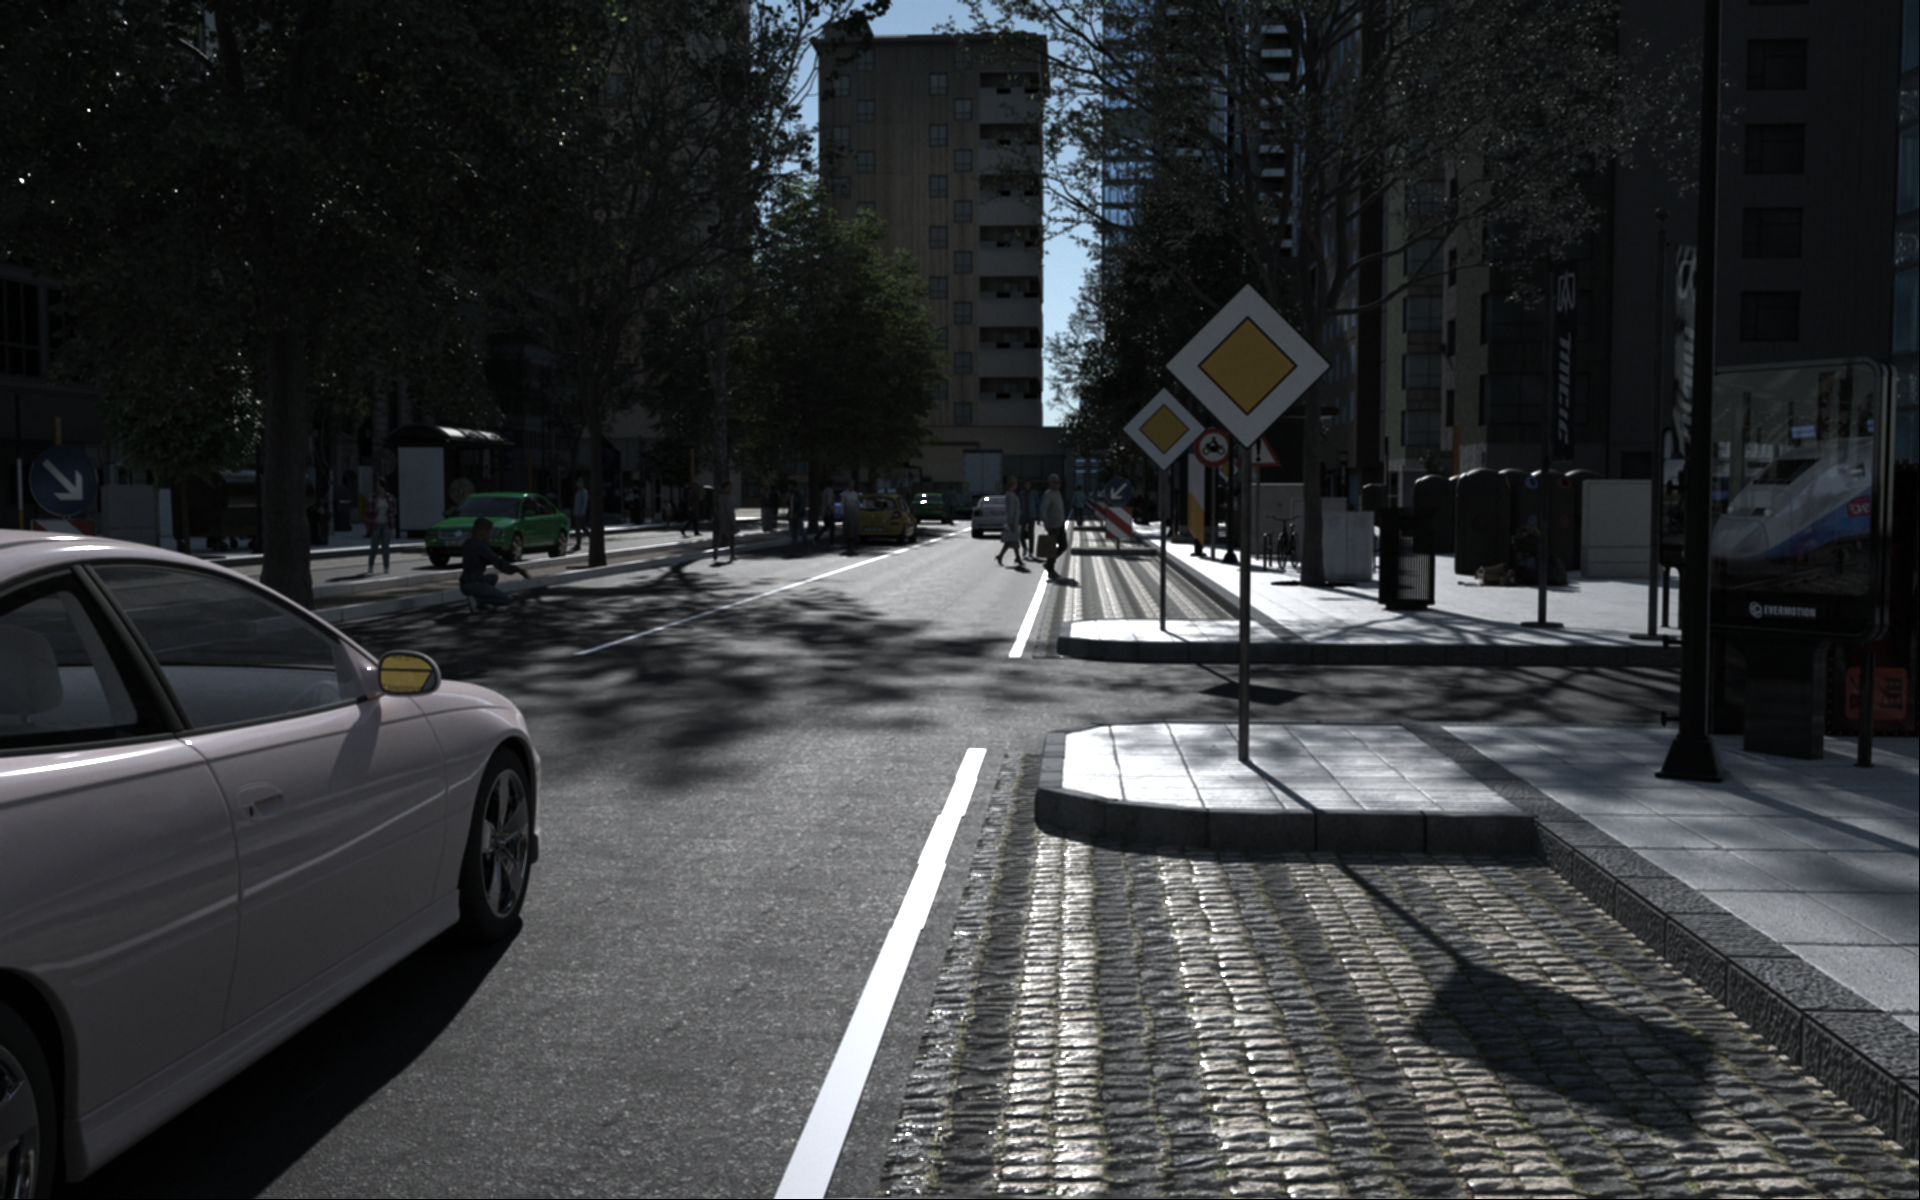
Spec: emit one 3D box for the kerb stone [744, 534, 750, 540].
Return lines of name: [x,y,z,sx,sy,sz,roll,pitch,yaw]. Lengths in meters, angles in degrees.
kerb stone: [-6.780,-1.942,53.949,0.120,0.150,1.000,0,4,4]

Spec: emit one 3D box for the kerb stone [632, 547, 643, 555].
kerb stone: [-7.679,-1.129,40.657,0.120,0.150,1.000,0,4,4]

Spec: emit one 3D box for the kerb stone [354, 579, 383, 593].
kerb stone: [-8.729,-0.191,25.311,0.120,0.150,1.000,0,4,4]

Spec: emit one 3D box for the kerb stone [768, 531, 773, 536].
kerb stone: [-6.496,-2.192,58.034,0.120,0.150,1.000,0,4,4]

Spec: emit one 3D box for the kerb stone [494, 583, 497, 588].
kerb stone: [-6.712,-0.116,24.116,0.120,0.150,1.000,0,4,4]

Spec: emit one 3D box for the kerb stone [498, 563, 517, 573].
kerb stone: [-8.311,-0.566,31.455,0.120,0.150,1.000,0,4,4]

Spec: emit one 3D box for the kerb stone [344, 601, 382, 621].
kerb stone: [-6.977,0.133,20.024,0.120,0.150,1.000,0,4,4]

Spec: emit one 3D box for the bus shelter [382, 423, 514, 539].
bus shelter: [-15.254,-3.553,52.021,2.014,3.302,5.546,0,4,4]

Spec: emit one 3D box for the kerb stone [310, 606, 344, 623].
kerb stone: [-7.059,0.195,19.004,0.120,0.150,1.000,0,4,4]

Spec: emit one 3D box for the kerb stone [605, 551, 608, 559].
kerb stone: [-7.900,-0.942,37.598,0.120,0.150,1.000,0,4,4]

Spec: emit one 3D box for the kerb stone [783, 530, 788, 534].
kerb stone: [-6.290,-2.378,61.103,0.120,0.150,1.000,0,4,4]

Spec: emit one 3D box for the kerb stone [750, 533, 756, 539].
kerb stone: [-6.705,-2.004,54.968,0.120,0.150,1.000,0,4,4]

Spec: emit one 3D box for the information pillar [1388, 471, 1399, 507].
information pillar: [13.754,-3.089,54.999,0.304,2.012,0.304,0,4,5]

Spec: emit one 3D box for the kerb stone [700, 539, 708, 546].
kerb stone: [-7.195,-1.567,47.825,0.120,0.150,1.000,0,4,4]

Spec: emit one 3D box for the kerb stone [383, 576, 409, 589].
kerb stone: [-8.665,-0.248,26.333,0.120,0.150,1.000,0,4,4]

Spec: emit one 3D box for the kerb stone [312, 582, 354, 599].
kerb stone: [-8.798,-0.128,24.288,0.120,0.150,1.000,0,4,4]

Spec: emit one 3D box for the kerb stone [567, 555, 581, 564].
kerb stone: [-8.036,-0.816,35.548,0.120,0.150,1.000,0,4,4]

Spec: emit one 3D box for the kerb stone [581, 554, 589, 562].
kerb stone: [-7.964,-0.879,36.571,0.120,0.150,1.000,0,4,4]

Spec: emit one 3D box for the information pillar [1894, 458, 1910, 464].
information pillar: [19.248,-1.901,35.573,0.304,2.012,0.304,-2,4,-30]

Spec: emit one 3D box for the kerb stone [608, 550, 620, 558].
kerb stone: [-7.820,-1.004,38.617,0.120,0.150,1.000,0,4,4]

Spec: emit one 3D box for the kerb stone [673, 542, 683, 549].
kerb stone: [-7.405,-1.380,44.750,0.120,0.150,1.000,0,4,4]

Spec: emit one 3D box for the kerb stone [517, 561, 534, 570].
kerb stone: [-8.248,-0.620,32.476,0.120,0.150,1.000,0,4,4]

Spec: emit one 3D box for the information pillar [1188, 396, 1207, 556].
information pillar: [4.874,-2.709,35.640,0.183,3.616,0.504,3,5,43]

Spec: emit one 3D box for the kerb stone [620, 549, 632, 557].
kerb stone: [-7.756,-1.067,39.637,0.120,0.150,1.000,0,4,4]

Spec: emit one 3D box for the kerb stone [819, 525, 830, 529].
kerb stone: [-5.590,-3.003,71.316,0.120,0.150,1.000,0,4,4]

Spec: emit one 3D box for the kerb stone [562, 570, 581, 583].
kerb stone: [-6.424,-0.368,28.204,0.120,0.150,1.000,0,4,4]

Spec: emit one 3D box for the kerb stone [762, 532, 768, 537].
kerb stone: [-6.564,-2.130,57.013,0.120,0.150,1.000,0,4,4]

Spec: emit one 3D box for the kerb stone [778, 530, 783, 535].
kerb stone: [-6.360,-2.315,60.083,0.120,0.150,1.000,0,4,4]

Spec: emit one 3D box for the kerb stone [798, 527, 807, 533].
kerb stone: [-6.010,-2.629,65.187,0.120,0.150,1.000,0,4,4]

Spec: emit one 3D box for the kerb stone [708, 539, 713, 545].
kerb stone: [-7.128,-1.626,48.846,0.120,0.150,1.000,0,4,4]

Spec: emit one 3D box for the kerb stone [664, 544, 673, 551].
kerb stone: [-7.475,-1.315,43.728,0.120,0.150,1.000,0,4,4]

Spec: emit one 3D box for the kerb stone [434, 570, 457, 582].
kerb stone: [-8.523,-0.378,28.381,0.120,0.150,1.000,0,4,4]

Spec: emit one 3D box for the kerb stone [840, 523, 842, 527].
kerb stone: [-5.310,-3.253,75.414,0.120,0.150,1.000,0,4,4]

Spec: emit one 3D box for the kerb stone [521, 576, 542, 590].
kerb stone: [-6.568,-0.240,26.162,0.120,0.150,1.000,0,4,4]

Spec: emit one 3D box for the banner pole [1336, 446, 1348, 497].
banner pole: [19.651,-6.080,89.429,0.863,3.779,0.401,-1,4,-19]

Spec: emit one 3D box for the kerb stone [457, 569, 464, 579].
kerb stone: [-8.447,-0.441,29.405,0.120,0.150,1.000,0,4,4]

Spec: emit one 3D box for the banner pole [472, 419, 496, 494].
banner pole: [-15.398,-4.021,55.768,0.863,3.779,0.401,-1,4,-18]

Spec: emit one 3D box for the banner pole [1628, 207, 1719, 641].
banner pole: [6.346,-1.547,15.317,0.863,3.779,0.401,-1,4,-23]

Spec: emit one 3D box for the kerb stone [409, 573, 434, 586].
kerb stone: [-8.589,-0.316,27.354,0.120,0.150,1.000,0,4,4]

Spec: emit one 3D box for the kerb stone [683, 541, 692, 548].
kerb stone: [-7.332,-1.438,45.775,0.120,0.150,1.000,0,4,4]

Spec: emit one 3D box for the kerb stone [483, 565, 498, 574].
kerb stone: [-8.381,-0.504,30.429,0.120,0.150,1.000,0,4,4]

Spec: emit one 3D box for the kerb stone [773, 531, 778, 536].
kerb stone: [-6.422,-2.255,59.062,0.120,0.150,1.000,0,4,4]

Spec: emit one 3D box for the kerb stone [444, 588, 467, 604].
kerb stone: [-6.774,-0.055,23.096,0.120,0.150,1.000,0,4,4]

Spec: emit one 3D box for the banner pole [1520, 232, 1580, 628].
banner pole: [5.665,-1.617,16.455,0.401,3.779,0.863,0,4,-5]

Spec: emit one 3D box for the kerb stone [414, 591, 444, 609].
kerb stone: [-6.846,0.008,22.071,0.120,0.150,1.000,0,4,4]

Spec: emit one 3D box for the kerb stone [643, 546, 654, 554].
kerb stone: [-7.608,-1.191,41.686,0.120,0.150,1.000,0,4,4]

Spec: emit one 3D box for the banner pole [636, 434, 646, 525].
banner pole: [-13.209,-5.019,72.076,0.401,3.779,0.863,-2,4,-30]

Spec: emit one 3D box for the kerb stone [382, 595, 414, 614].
kerb stone: [-6.918,0.074,21.051,0.120,0.150,1.000,0,4,4]

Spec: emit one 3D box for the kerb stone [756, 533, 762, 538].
kerb stone: [-6.636,-2.067,55.988,0.120,0.150,1.000,0,4,4]

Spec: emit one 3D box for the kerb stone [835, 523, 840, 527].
kerb stone: [-5.377,-3.193,74.394,0.120,0.150,1.000,0,4,4]

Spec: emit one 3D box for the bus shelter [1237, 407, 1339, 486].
bus shelter: [8.382,-4.181,45.991,2.179,5.291,8.768,0,4,4]

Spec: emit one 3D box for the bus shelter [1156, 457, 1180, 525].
bus shelter: [8.656,-4.547,68.263,2.014,3.302,5.546,0,4,4]

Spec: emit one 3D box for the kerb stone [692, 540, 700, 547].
kerb stone: [-7.271,-1.499,46.806,0.120,0.150,1.000,0,4,4]

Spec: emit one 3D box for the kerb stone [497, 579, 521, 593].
kerb stone: [-6.633,-0.179,25.140,0.120,0.150,1.000,0,4,4]

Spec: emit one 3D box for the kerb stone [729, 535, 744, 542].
kerb stone: [-6.847,-1.880,52.929,0.120,0.150,1.000,0,4,4]

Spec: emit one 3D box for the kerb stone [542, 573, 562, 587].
kerb stone: [-6.495,-0.305,27.181,0.120,0.150,1.000,0,4,4]

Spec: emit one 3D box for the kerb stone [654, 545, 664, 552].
kerb stone: [-7.547,-1.255,42.707,0.120,0.150,1.000,0,4,4]

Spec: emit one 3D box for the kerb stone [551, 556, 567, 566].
kerb stone: [-8.096,-0.754,34.528,0.120,0.150,1.000,0,4,4]

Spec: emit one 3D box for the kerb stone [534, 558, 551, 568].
kerb stone: [-8.172,-0.691,33.500,0.120,0.150,1.000,0,4,4]
